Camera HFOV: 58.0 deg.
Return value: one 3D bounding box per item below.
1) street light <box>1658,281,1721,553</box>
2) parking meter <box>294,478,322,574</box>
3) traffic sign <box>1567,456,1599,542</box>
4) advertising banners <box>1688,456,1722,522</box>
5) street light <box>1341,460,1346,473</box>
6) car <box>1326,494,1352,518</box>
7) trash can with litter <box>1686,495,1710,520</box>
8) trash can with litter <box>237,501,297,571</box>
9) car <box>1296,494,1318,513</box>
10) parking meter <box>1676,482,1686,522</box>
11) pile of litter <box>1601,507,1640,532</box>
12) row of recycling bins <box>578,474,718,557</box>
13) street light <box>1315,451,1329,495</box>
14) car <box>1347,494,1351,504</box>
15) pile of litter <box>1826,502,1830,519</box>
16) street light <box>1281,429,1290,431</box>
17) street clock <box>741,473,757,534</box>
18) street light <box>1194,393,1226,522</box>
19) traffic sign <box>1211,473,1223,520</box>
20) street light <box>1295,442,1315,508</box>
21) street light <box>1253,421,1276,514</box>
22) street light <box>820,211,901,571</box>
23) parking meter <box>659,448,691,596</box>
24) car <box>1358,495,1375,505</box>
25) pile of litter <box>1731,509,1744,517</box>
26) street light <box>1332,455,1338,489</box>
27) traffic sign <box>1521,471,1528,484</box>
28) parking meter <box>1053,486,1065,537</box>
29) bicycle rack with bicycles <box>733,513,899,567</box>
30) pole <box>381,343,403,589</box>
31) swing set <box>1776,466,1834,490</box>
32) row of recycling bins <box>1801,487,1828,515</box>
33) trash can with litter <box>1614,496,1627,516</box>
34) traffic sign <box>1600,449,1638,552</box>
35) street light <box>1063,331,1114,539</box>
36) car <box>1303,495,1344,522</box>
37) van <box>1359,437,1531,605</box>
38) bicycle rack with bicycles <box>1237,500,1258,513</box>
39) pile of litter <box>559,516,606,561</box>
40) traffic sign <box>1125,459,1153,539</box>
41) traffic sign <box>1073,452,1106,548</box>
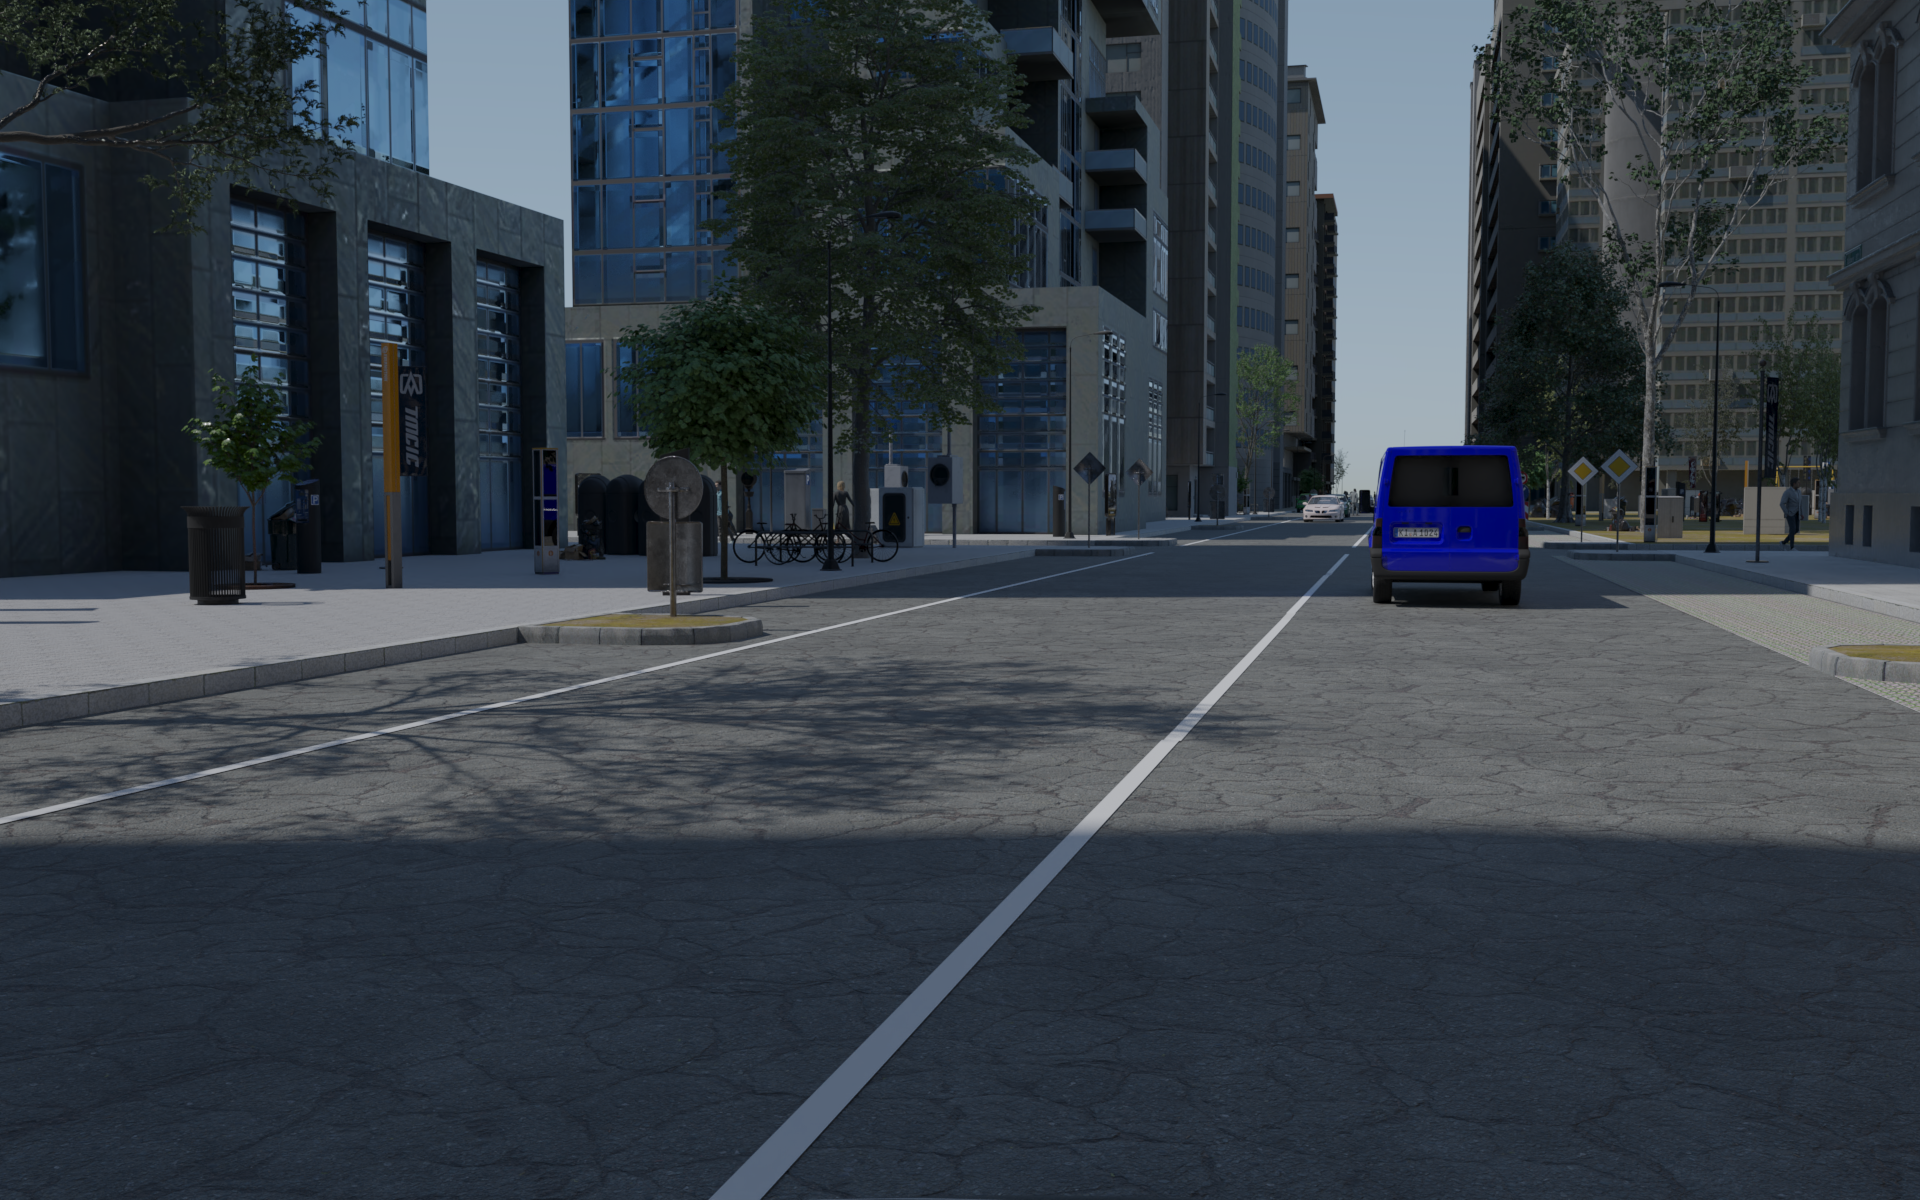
[{"bbox_3d":[15.943,-3.996,37.879,1.470,5.913,1.316,1,4,14],"label":"street light"},{"bbox_3d":[-10.520,-1.195,27.954,0.372,1.533,0.369,0,3,0],"label":"parking meter"},{"bbox_3d":[16.532,-2.592,46.018,0.795,2.450,0.064,1,4,14],"label":"traffic sign"},{"bbox_3d":[34.175,-5.096,79.509,0.090,3.025,2.074,-1,4,-21],"label":"advertising banners"},{"bbox_3d":[50.989,-15.993,234.021,1.470,5.913,1.316,1,4,14],"label":"street light"},{"bbox_3d":[23.097,-5.809,106.778,2.131,1.459,4.920,1,4,15],"label":"car"},{"bbox_3d":[40.912,-5.283,97.433,2.233,1.210,1.678,-2,4,-31],"label":"trash can with litter"},{"bbox_3d":[-11.589,-1.082,29.080,1.055,1.170,0.624,-1,4,-18],"label":"trash can with litter"},{"bbox_3d":[26.781,-7.597,133.001,1.959,1.807,4.718,1,4,12],"label":"car"},{"bbox_3d":[33.550,-4.585,80.673,0.399,1.863,0.255,-1,4,-13],"label":"parking meter"},{"bbox_3d":[22.882,-2.803,59.787,1.176,0.858,1.719,0,4,-2],"label":"pile of litter"},{"bbox_3d":[-6.602,-1.792,36.404,3.534,1.692,1.069,2,4,29],"label":"row of recycling bins"},{"bbox_3d":[38.356,-12.979,184.752,1.470,5.913,1.316,1,4,14],"label":"street light"},{"bbox_3d":[51.799,-13.505,230.589,2.009,1.686,4.222,1,4,15],"label":"car"},{"bbox_3d":[45.591,-4.683,90.527,1.719,0.858,1.176,-1,4,-22],"label":"pile of litter"},{"bbox_3d":[22.959,-9.296,124.535,1.470,5.913,1.316,1,4,14],"label":"street light"},{"bbox_3d":[-6.716,-3.094,55.158,0.471,2.002,0.358,1,4,19],"label":"street clock"},{"bbox_3d":[11.538,-6.558,79.758,1.470,5.913,1.316,1,4,14],"label":"street light"},{"bbox_3d":[12.746,-5.119,85.828,0.606,2.300,0.079,2,4,24],"label":"traffic sign"},{"bbox_3d":[30.653,-11.143,154.723,1.470,5.913,1.316,1,4,14],"label":"street light"},{"bbox_3d":[19.278,-8.394,109.779,1.470,5.913,1.316,1,4,14],"label":"street light"},{"bbox_3d":[-1.643,-3.436,28.714,1.470,5.913,1.316,1,4,14],"label":"street light"},{"bbox_3d":[-3.623,-0.993,21.939,0.399,1.863,0.255,0,4,-5],"label":"parking meter"},{"bbox_3d":[52.399,-12.898,223.240,2.083,1.381,4.827,1,4,14],"label":"car"},{"bbox_3d":[43.741,-5.019,96.031,1.176,0.858,1.719,-3,5,-43],"label":"pile of litter"},{"bbox_3d":[43.360,-14.147,203.851,1.470,5.913,1.316,1,4,14],"label":"street light"},{"bbox_3d":[31.208,-5.892,96.434,0.768,2.556,0.104,1,4,17],"label":"traffic sign"},{"bbox_3d":[2.963,-2.655,51.820,0.372,1.533,0.369,0,3,0],"label":"parking meter"},{"bbox_3d":[-2.776,-1.124,31.758,2.925,0.926,2.852,1,4,10],"label":"bicycle rack with bicycles"},{"bbox_3d":[-7.700,-1.812,23.466,0.158,3.312,0.155,0,3,0],"label":"pole"},{"bbox_3d":[47.467,-6.114,97.588,3.119,2.851,2.862,2,4,32],"label":"swing set"},{"bbox_3d":[52.406,-5.943,104.288,3.534,1.692,1.069,2,4,28],"label":"row of recycling bins"},{"bbox_3d":[40.192,-5.795,106.138,1.055,1.170,0.624,-2,4,-30],"label":"trash can with litter"},{"bbox_3d":[14.548,-2.119,38.283,0.795,2.450,0.064,1,4,14],"label":"traffic sign"},{"bbox_3d":[3.676,-4.707,49.504,1.470,5.913,1.316,1,4,14],"label":"street light"},{"bbox_3d":[18.758,-4.699,89.185,2.083,1.381,4.827,1,4,16],"label":"car"},{"bbox_3d":[6.704,-1.208,24.133,2.240,2.365,5.245,1,4,13],"label":"van"},{"bbox_3d":[18.559,-6.227,115.190,2.852,0.926,2.925,-1,4,-22],"label":"bicycle rack with bicycles"},{"bbox_3d":[-7.506,-1.230,34.079,1.176,0.858,1.719,0,4,2],"label":"pile of litter"},{"bbox_3d":[5.063,-2.772,48.970,0.795,2.450,0.064,1,4,14],"label":"traffic sign"},{"bbox_3d":[3.079,-2.299,41.234,0.795,2.450,0.064,1,4,14],"label":"traffic sign"}]
